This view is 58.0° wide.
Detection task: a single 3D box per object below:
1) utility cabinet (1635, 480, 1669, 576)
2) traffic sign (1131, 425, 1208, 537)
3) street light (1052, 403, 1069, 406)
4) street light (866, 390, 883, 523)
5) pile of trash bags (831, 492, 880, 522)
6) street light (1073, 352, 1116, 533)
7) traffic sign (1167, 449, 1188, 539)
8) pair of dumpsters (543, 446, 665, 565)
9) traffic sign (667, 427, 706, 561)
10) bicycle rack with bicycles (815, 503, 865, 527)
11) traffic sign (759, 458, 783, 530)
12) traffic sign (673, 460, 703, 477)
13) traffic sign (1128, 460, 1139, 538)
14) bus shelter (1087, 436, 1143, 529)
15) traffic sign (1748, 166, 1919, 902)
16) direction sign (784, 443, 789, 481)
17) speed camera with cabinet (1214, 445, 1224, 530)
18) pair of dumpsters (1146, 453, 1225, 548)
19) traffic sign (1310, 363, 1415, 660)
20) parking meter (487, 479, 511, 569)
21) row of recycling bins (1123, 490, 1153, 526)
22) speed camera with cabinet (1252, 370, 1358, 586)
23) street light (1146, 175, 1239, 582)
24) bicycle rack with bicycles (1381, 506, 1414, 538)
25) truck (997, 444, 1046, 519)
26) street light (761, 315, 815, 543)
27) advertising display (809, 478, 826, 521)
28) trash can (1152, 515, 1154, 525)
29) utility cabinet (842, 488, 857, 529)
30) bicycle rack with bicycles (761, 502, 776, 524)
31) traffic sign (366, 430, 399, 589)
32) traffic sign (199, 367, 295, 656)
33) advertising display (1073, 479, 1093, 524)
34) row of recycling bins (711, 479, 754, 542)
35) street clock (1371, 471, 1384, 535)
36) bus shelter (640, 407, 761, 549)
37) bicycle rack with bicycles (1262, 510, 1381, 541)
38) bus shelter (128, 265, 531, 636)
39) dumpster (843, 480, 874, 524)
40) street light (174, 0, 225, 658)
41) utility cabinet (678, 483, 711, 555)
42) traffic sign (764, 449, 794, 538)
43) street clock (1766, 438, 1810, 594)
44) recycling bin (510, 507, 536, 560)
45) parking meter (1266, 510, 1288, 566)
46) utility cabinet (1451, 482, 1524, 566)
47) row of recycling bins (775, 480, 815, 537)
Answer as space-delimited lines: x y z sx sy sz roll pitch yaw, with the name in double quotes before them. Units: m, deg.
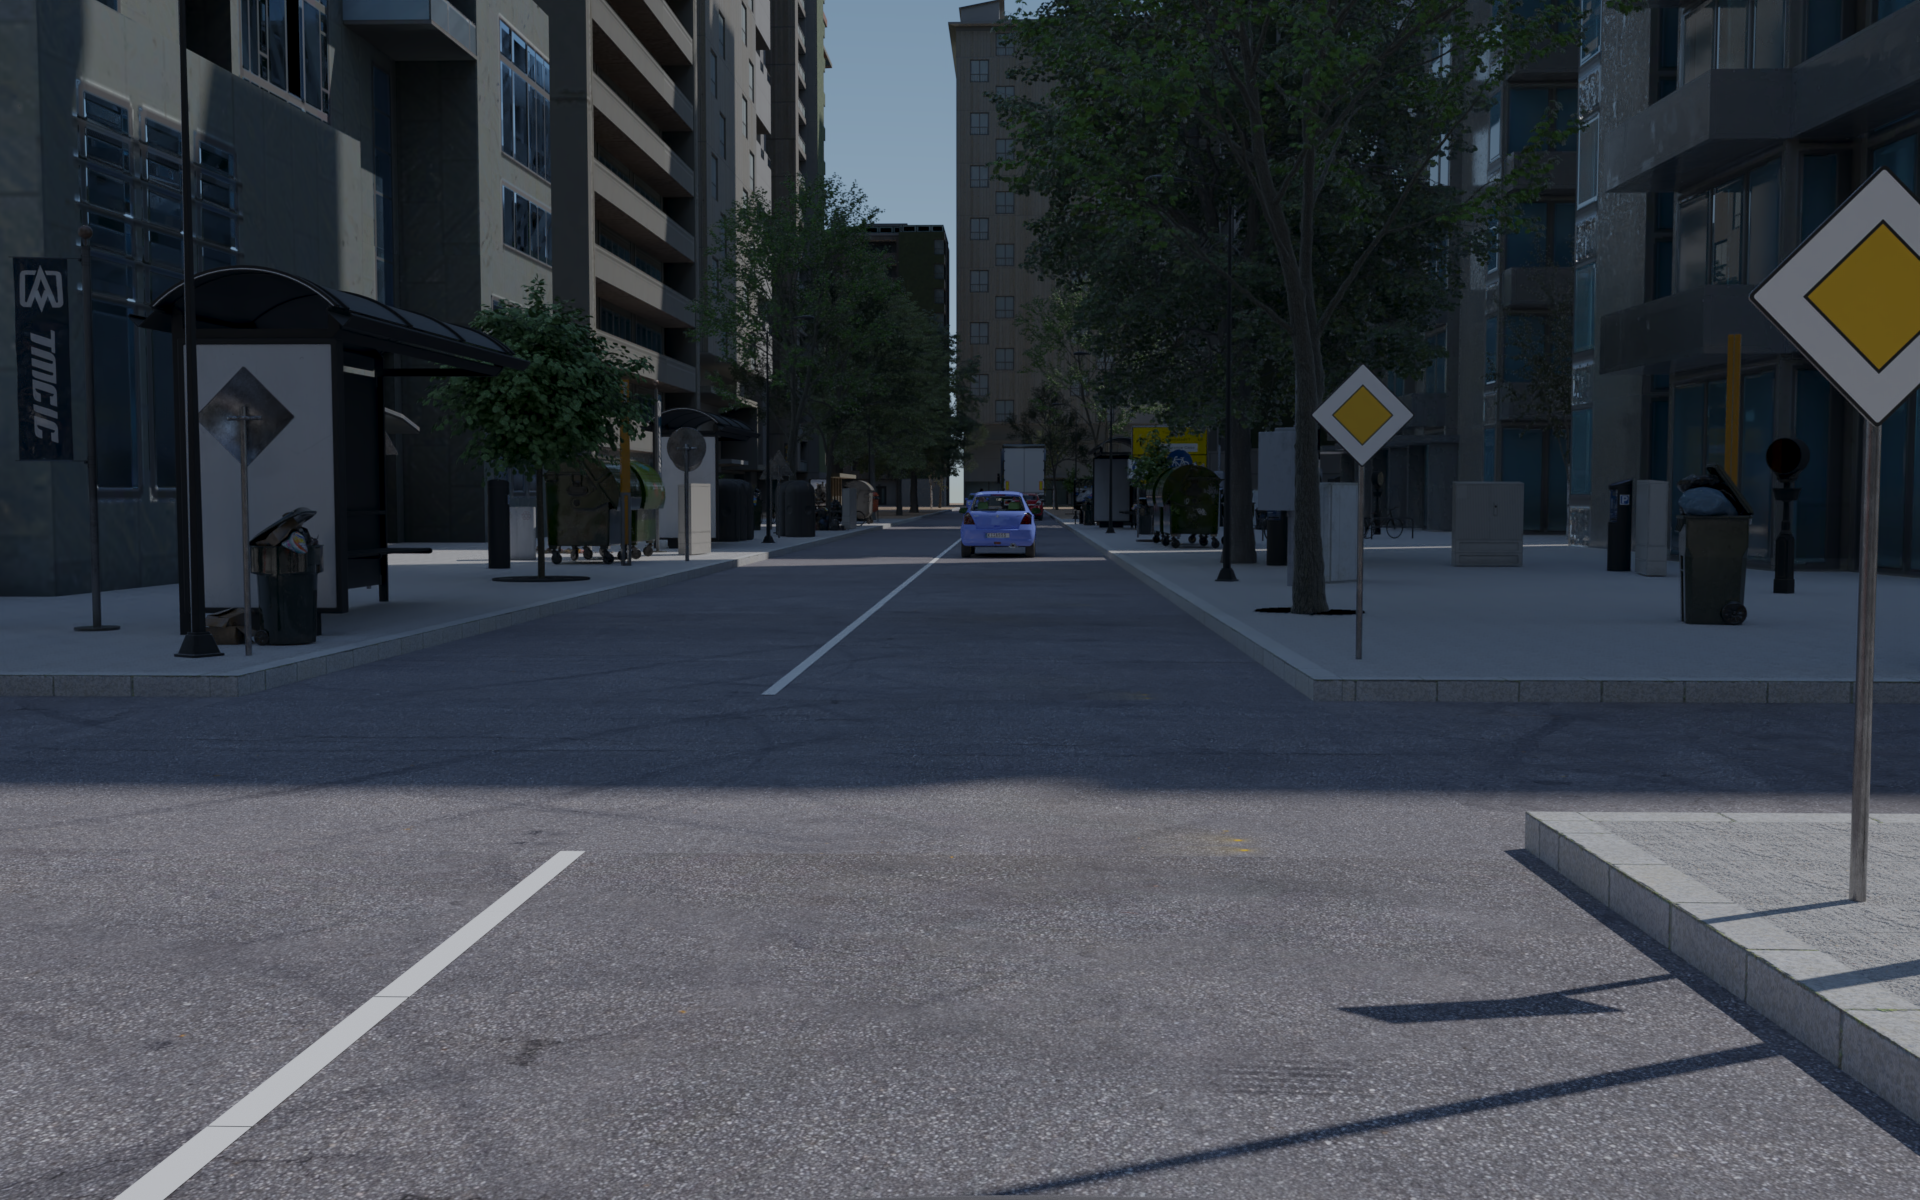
"utility cabinet" 10.924 -1.141 27.334 0.318 1.500 1.173 1 4 13
"traffic sign" 6.227 -3.524 51.490 2.265 3.308 0.079 1 4 9
"street light" 5.384 -7.090 88.460 1.470 5.913 1.316 0 4 2
"street light" -3.451 -6.348 76.336 1.470 5.913 1.316 0 4 2
"pile of trash bags" -4.814 -4.355 80.963 1.912 1.369 3.447 -3 4 -36
"street light" 4.390 -5.138 56.555 1.470 5.913 1.316 0 4 2
"traffic sign" 6.248 -3.019 49.466 0.768 2.556 0.104 1 4 11
"pair of dumpsters" -6.871 -1.894 33.453 1.574 2.255 4.437 0 4 2
"traffic sign" -5.219 -2.015 33.049 0.768 2.556 0.104 0 4 5
"bicycle rack with bicycles" -5.199 -3.365 68.406 2.925 0.926 2.852 0 4 -2
"traffic sign" -6.819 -3.825 62.549 0.884 2.594 0.081 0 4 7
"traffic sign" -6.216 -2.406 39.441 0.768 2.556 0.104 1 4 10
"traffic sign" 5.234 -2.983 50.901 0.606 2.300 0.079 1 4 10
"bus shelter" 5.772 -4.258 63.545 2.014 3.302 5.546 0 4 2
"traffic sign" 2.830 -0.108 5.404 0.795 2.450 0.064 0 4 2
"direction sign" -7.661 -5.215 77.269 0.379 3.537 0.876 1 4 15
"speed camera with cabinet" 9.144 -4.085 61.126 2.038 3.252 0.660 0 4 -7
"pair of dumpsters" 5.568 -2.470 42.877 1.574 2.255 4.437 0 4 2
"traffic sign" 3.093 -0.596 13.384 0.795 2.450 0.064 0 4 2
"parking meter" -7.941 -1.309 29.820 0.372 1.533 0.369 0 3 0
"row of recycling bins" 7.775 -3.947 71.642 1.069 1.692 3.534 3 4 38
"speed camera with cabinet" 5.039 -1.863 24.796 0.660 3.252 2.038 3 5 42
"street light" 3.391 -3.231 25.368 1.470 5.913 1.316 0 4 2
"bicycle rack with bicycles" 11.652 -2.256 50.262 2.925 0.926 2.852 -2 4 -34
"truck" 3.672 -6.985 103.110 2.839 4.237 11.283 0 4 1
"street light" -4.475 -4.441 45.149 1.470 5.913 1.316 0 4 2
"advertising display" -5.800 -4.063 71.642 0.974 1.923 0.123 -2 4 -33
"trash can" 6.646 -2.943 59.771 0.748 1.137 0.748 0 3 0
"utility cabinet" -4.083 -3.368 63.742 0.318 1.500 1.173 1 4 8
"bicycle rack with bicycles" -7.591 -3.717 74.159 2.852 0.926 2.925 -1 4 -19
"traffic sign" -7.998 -1.429 23.361 0.884 2.594 0.081 0 4 7
"traffic sign" -5.646 -0.615 13.691 0.795 2.450 0.064 0 4 2
"advertising display" 5.260 -4.203 73.928 0.974 1.923 0.123 -2 4 -35
"row of recycling bins" -6.298 -2.501 48.004 1.069 1.692 3.534 0 4 1
"street clock" 13.178 -3.066 54.694 0.358 2.002 0.471 3 4 39
"bus shelter" -6.362 -3.010 43.134 2.014 3.302 5.546 0 4 2
"bicycle rack with bicycles" 9.367 -2.018 46.378 2.925 0.926 2.852 0 4 -2
"bus shelter" -6.249 -1.479 18.106 2.014 3.302 5.546 0 4 2
"dumpster" -4.357 -4.180 74.105 1.264 1.857 1.865 0 4 2
"street light" -5.480 -2.505 13.504 1.470 5.913 1.316 0 4 2
"utility cabinet" -5.633 -1.713 36.683 0.318 1.500 1.173 1 4 12
"traffic sign" -5.263 -3.076 50.301 0.884 2.594 0.081 0 4 6
"street clock" 10.649 -1.086 22.327 0.358 2.002 0.471 -3 4 -37
"recycling bin" -8.681 -1.302 33.842 0.722 1.027 0.722 -1 4 -17
"parking meter" 5.693 -1.385 31.059 0.372 1.533 0.369 0 3 0
"utility cabinet" 9.321 -1.341 30.599 1.173 1.500 0.318 0 4 3
"row of recycling bins" -5.085 -2.800 52.893 1.069 1.692 3.534 -1 4 -12
